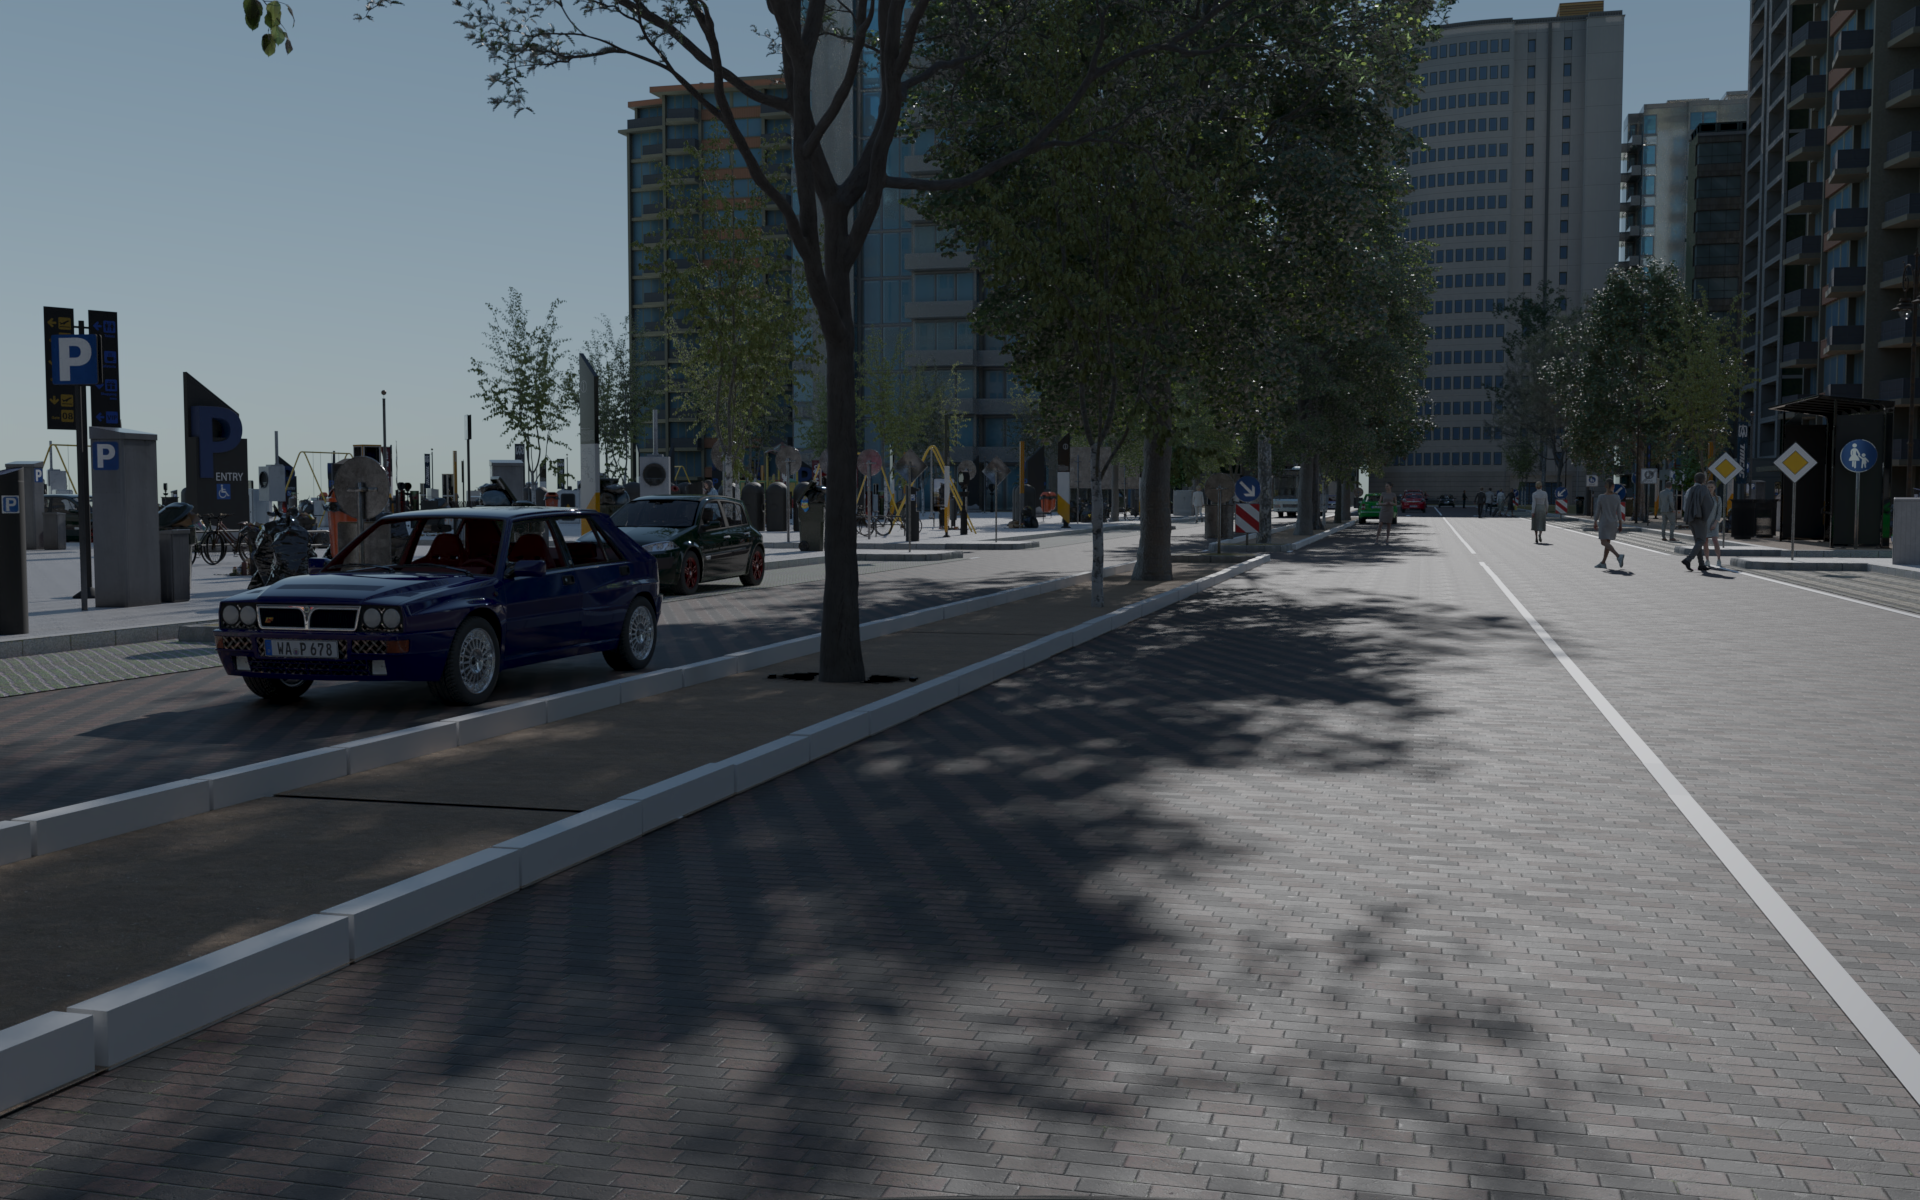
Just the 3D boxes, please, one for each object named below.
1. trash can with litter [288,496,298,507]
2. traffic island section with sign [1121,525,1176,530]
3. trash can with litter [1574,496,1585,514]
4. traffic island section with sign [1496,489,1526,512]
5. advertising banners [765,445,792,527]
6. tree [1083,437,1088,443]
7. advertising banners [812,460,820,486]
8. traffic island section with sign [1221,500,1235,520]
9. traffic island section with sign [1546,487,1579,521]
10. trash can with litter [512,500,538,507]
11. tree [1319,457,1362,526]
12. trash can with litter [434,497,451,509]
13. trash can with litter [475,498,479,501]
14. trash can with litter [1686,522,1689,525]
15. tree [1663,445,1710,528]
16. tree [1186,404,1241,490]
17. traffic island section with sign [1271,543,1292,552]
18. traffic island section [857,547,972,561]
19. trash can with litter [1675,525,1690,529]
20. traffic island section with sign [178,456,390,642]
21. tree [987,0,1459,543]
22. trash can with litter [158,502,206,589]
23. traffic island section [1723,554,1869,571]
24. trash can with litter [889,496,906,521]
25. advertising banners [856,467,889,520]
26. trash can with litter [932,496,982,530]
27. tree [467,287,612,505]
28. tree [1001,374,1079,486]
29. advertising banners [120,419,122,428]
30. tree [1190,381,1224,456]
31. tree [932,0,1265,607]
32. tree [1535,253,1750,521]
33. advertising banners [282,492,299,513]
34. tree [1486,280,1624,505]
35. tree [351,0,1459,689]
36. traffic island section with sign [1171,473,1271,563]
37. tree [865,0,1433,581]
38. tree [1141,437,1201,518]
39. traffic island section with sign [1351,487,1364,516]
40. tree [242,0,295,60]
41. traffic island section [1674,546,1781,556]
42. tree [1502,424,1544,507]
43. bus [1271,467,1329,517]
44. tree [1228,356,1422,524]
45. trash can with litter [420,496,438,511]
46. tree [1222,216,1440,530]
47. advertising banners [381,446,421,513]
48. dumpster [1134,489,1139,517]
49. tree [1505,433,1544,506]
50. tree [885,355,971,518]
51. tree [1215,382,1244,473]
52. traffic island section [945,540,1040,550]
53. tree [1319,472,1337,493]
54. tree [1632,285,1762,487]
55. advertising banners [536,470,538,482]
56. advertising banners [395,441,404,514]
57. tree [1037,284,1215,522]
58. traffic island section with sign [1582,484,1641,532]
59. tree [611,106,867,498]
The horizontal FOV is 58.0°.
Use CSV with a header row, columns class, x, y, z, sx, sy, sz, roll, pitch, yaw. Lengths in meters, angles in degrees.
class,x,y,z,sx,sy,sz,roll,pitch,yaw
trash can with litter,-30.356,-4.170,79.239,2.233,1.210,1.678,2,4,31
traffic island section with sign,7.629,-3.729,69.593,1.989,1.847,2.006,1,4,15
trash can with litter,39.707,-6.096,111.057,0.624,1.170,1.055,1,4,20
traffic island section with sign,44.569,-8.018,139.715,1.989,1.847,2.006,1,4,15
advertising banners,-6.891,-4.082,62.925,2.074,3.025,0.090,3,4,38
tree,6.871,-10.037,114.462,4.360,8.622,3.978,0,3,0
advertising banners,-8.099,-5.658,88.693,2.074,3.025,0.090,0,4,-5
traffic island section with sign,14.800,-5.368,96.397,1.989,1.847,2.006,1,4,15
traffic island section with sign,31.922,-5.126,92.439,1.989,1.847,2.006,1,4,15
trash can with litter,-7.552,-1.178,30.640,0.624,1.170,1.055,1,4,17
tree,16.193,-7.575,76.665,4.737,8.622,4.395,0,3,0
trash can with litter,-17.388,-2.815,57.418,0.624,1.170,1.055,1,4,9
trash can with litter,-14.119,-2.483,51.989,0.624,1.170,1.055,-3,4,-38
trash can with litter,30.735,-3.714,72.118,1.055,1.170,0.624,2,4,26
tree,28.204,-4.405,66.629,1.663,3.219,1.824,0,3,0
tree,16.772,-10.089,115.320,4.360,8.622,3.978,0,3,0
traffic island section with sign,7.342,-2.184,43.847,2.006,1.907,1.989,1,4,15
traffic island section,-1.128,-0.973,38.195,2.009,0.180,2.903,1,4,15
trash can with litter,27.253,-3.256,64.298,2.233,1.210,1.678,-1,4,-16
traffic island section with sign,-6.341,-0.535,17.374,1.989,1.847,2.006,1,4,15
tree,7.502,-11.645,48.735,12.611,20.169,13.585,0,3,0
trash can with litter,-10.546,-0.701,22.853,0.624,1.170,1.055,1,4,21
traffic island section,16.156,-0.691,33.582,2.009,0.180,2.903,1,4,15
trash can with litter,-3.032,-4.287,81.486,1.055,1.170,0.624,-1,4,-12
advertising banners,-4.570,-5.509,86.258,2.074,3.025,0.090,-1,4,-18
trash can with litter,-0.224,-3.157,62.676,1.678,1.210,2.233,-1,4,-13
tree,-15.132,-6.771,61.075,4.737,8.622,4.395,0,3,0
tree,4.309,-9.434,104.609,4.360,8.622,3.978,0,3,0
advertising banners,-20.367,-2.765,41.393,0.090,3.025,2.074,-3,5,-44
tree,20.061,-12.282,126.572,9.928,11.665,9.643,0,3,0
tree,1.711,-4.190,21.334,4.737,8.622,4.395,0,3,0
tree,32.622,-10.146,82.890,9.611,12.733,9.660,0,3,0
advertising banners,-45.238,-7.321,115.884,2.074,3.025,0.090,1,4,10
tree,51.882,-18.041,150.866,12.611,20.169,13.585,0,3,0
tree,-0.911,-6.107,12.676,12.009,13.543,11.850,0,3,0
traffic island section with sign,5.418,-1.747,36.694,2.006,1.907,1.989,1,4,15
tree,3.214,-7.297,28.412,9.857,13.997,8.962,0,3,0
tree,11.309,-6.712,93.449,4.285,4.588,4.351,0,3,0
traffic island section with sign,26.758,-6.624,116.444,2.006,1.907,1.989,1,4,15
tree,-2.965,-3.170,4.648,4.360,8.622,3.978,0,3,0
traffic island section,18.220,-1.163,41.297,2.009,0.180,2.903,1,4,15
tree,56.231,-13.610,172.879,4.737,8.622,4.395,0,3,0
bus,22.037,-7.146,111.697,2.948,3.499,13.247,1,4,16
tree,18.425,-9.507,83.656,9.928,11.665,9.643,0,3,0
trash can with litter,-16.615,-2.564,52.984,2.233,1.210,1.678,0,4,-8
tree,14.184,-9.149,69.050,9.611,12.733,9.660,0,3,0
advertising banners,-20.732,-4.160,64.208,0.090,3.025,2.074,2,4,24
dumpster,10.462,-5.592,97.183,1.264,1.857,1.865,1,4,15
tree,58.872,-14.077,180.527,4.360,8.622,3.978,0,3,0
tree,-1.265,-8.598,90.934,4.360,8.622,3.978,0,3,0
tree,14.212,-11.396,104.454,7.486,12.596,7.792,0,3,0
traffic island section,0.936,-1.445,45.910,2.009,0.180,2.903,1,4,15
tree,22.230,-9.051,100.797,4.360,8.622,3.978,0,3,0
tree,25.800,-6.715,60.160,4.737,8.622,4.395,0,3,0
advertising banners,-29.266,-7.596,120.378,0.090,3.025,2.074,-2,4,-23
advertising banners,-18.721,-3.762,57.693,0.090,3.025,2.074,-1,4,-15
tree,7.212,-9.934,80.544,7.486,12.596,7.792,0,3,0
traffic island section with sign,24.889,-3.519,66.171,1.989,1.847,2.006,1,4,15
tree,-4.337,-5.117,34.024,4.737,8.622,4.395,0,3,0
